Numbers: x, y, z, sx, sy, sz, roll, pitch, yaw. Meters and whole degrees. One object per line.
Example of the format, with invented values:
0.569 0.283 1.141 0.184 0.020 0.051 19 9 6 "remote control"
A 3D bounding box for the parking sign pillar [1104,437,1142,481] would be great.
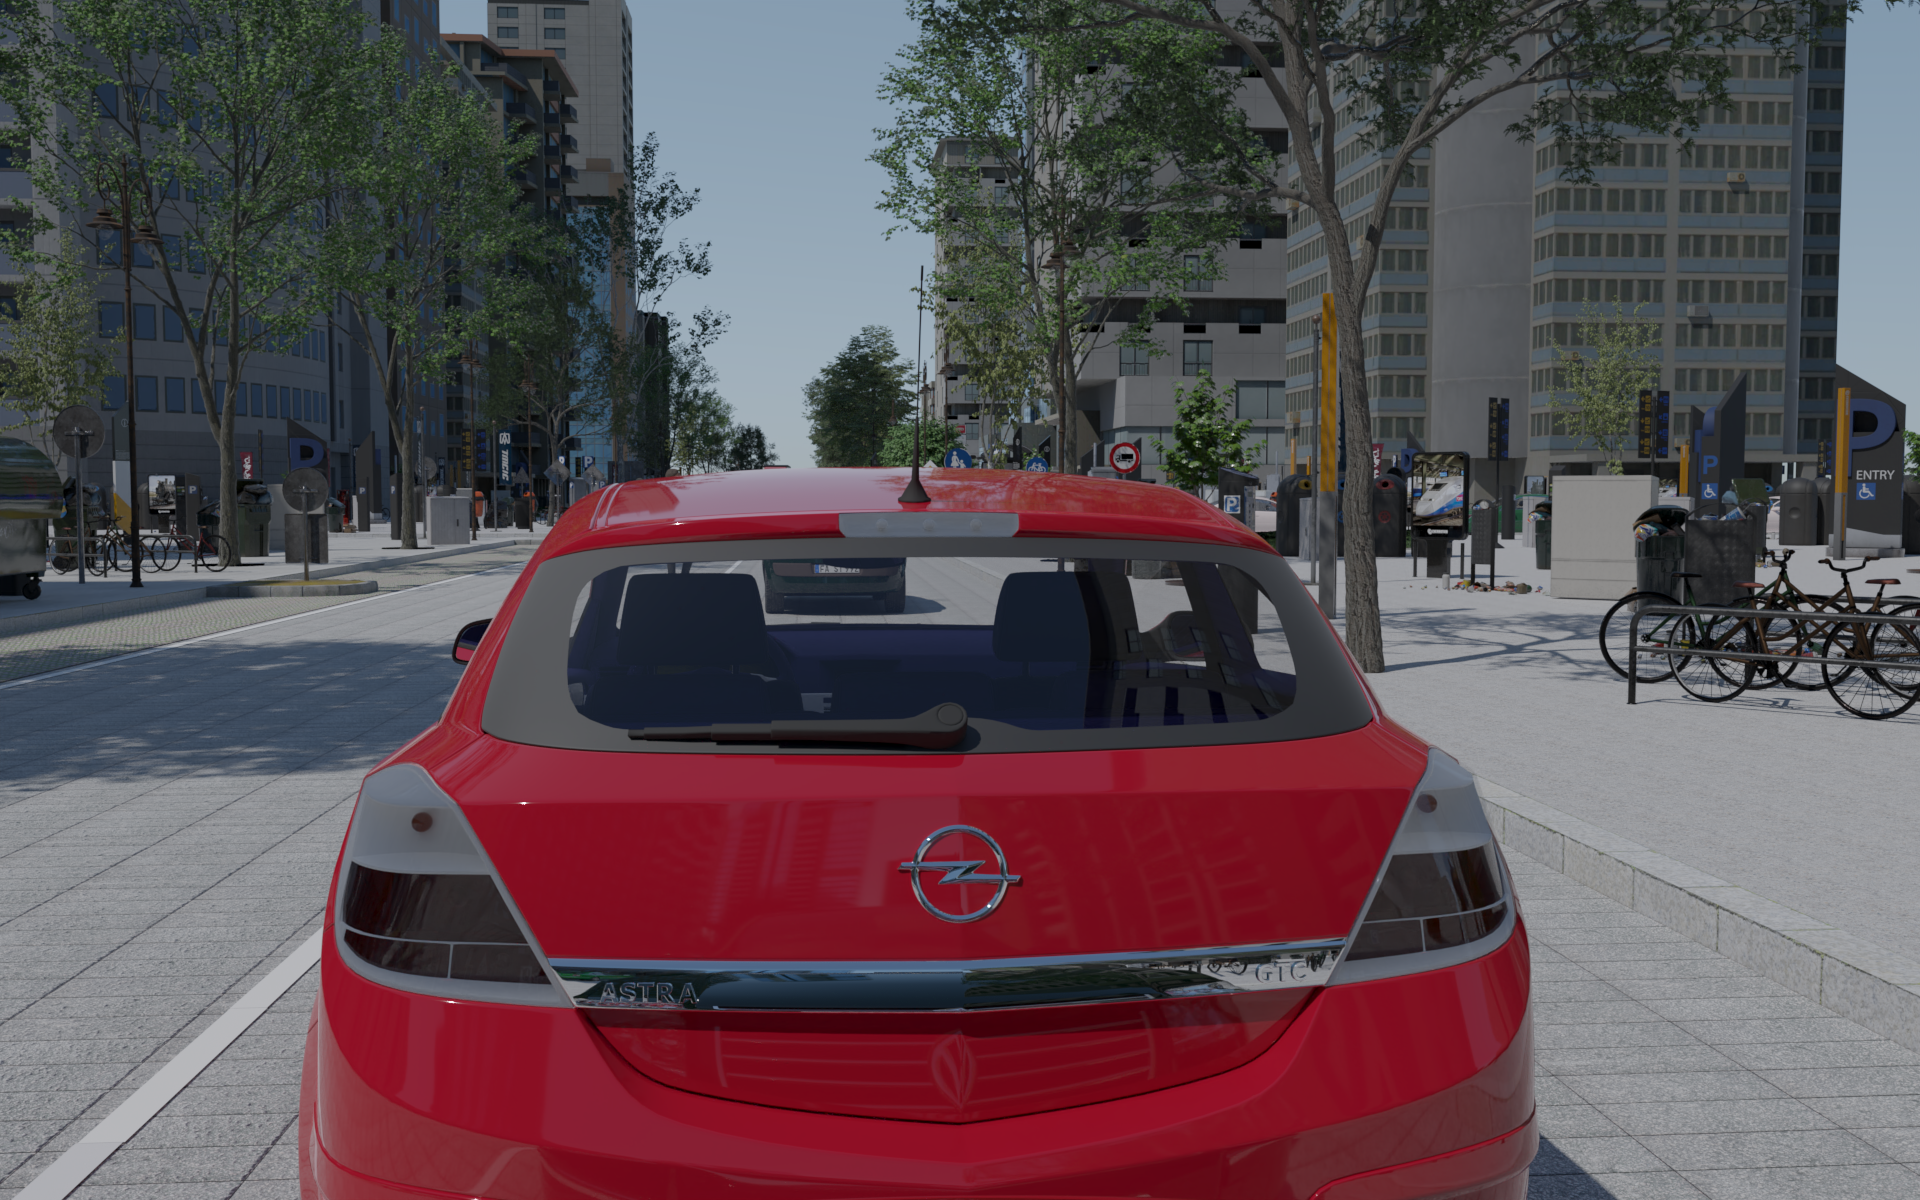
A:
7.932 -5.716 81.926 1.447 3.967 1.447 -2 4 -29 "parking sign pillar"

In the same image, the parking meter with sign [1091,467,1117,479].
4.038 -3.195 48.500 1.738 3.016 0.543 0 4 0 "parking meter with sign"

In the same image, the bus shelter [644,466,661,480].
-23.021 -8.171 127.516 2.014 3.302 5.546 0 4 -5 "bus shelter"

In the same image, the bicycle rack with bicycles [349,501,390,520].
-29.359 -4.297 83.644 2.925 0.926 2.852 2 4 35 "bicycle rack with bicycles"

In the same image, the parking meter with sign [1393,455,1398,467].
18.505 -4.937 76.975 1.738 3.016 0.543 0 4 0 "parking meter with sign"

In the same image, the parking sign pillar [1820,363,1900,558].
18.528 -2.867 35.351 1.447 3.967 1.447 2 4 33 "parking sign pillar"

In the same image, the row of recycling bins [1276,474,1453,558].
8.271 -1.738 35.528 3.534 1.692 1.069 1 4 12 "row of recycling bins"

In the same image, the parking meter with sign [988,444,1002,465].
0.699 -3.861 59.386 0.543 3.016 1.738 3 5 39 "parking meter with sign"

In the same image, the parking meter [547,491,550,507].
-30.454 -7.346 128.520 0.372 1.533 0.369 0 3 0 "parking meter"

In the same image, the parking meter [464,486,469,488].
-32.951 -6.731 115.757 0.255 1.863 0.399 2 4 34 "parking meter"

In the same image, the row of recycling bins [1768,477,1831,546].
22.079 -2.246 43.831 3.534 1.692 1.069 -2 4 -31 "row of recycling bins"

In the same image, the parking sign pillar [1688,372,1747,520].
16.768 -3.033 38.068 1.447 3.967 1.447 -3 5 -43 "parking sign pillar"

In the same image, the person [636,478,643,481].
-7.040 -1.774 37.859 0.623 1.781 0.721 -2 4 -28 "person"

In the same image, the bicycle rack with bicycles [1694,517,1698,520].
20.064 -2.254 50.238 2.852 0.926 2.925 -1 4 -19 "bicycle rack with bicycles"

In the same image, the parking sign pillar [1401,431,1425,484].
19.231 -5.206 73.598 1.447 3.967 1.447 -1 4 -14 "parking sign pillar"

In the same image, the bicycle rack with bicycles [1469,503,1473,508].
36.923 -6.931 126.697 2.852 0.926 2.925 -1 4 -17 "bicycle rack with bicycles"

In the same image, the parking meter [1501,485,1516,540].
15.404 -2.461 48.646 0.372 1.533 0.369 0 3 0 "parking meter"

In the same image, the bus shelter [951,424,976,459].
-0.506 -7.299 96.976 2.179 5.291 8.768 0 4 -5 "bus shelter"

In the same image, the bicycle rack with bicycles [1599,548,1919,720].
5.330 0.162 10.736 2.852 0.926 2.925 -3 5 -43 "bicycle rack with bicycles"

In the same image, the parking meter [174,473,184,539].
-22.067 -2.650 49.034 0.255 1.863 0.399 -2 4 -29 "parking meter"

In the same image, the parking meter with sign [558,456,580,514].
-17.613 -5.119 79.949 1.738 3.016 0.543 -3 5 -44 "parking meter with sign"

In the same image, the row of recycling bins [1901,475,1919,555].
20.593 -1.902 38.215 1.069 1.692 3.534 1 4 14 "row of recycling bins"

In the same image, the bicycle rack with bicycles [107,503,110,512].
-32.222 -3.234 66.261 2.925 0.926 2.852 -2 4 -29 "bicycle rack with bicycles"

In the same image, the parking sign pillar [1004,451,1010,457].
2.430 -7.218 106.480 1.447 3.967 1.447 0 4 -6 "parking sign pillar"

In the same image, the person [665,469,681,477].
-4.107 -1.023 25.402 0.473 1.802 0.592 2 4 28 "person"

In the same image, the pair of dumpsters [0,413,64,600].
-11.483 -1.002 18.880 1.574 2.255 4.437 0 4 -5 "pair of dumpsters"

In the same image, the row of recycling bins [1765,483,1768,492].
29.857 -3.449 63.503 3.534 1.692 1.069 0 4 -1 "row of recycling bins"

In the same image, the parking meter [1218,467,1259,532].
2.558 -0.460 15.924 0.372 1.533 0.369 0 3 0 "parking meter"

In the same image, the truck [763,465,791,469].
-17.828 -10.978 168.406 2.839 4.237 11.283 0 4 -4 "truck"

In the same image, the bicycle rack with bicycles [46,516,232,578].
-13.663 -0.884 27.833 2.925 0.926 2.852 2 4 23 "bicycle rack with bicycles"

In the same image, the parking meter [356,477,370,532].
-20.251 -3.245 58.770 0.399 1.863 0.255 0 4 -3 "parking meter"

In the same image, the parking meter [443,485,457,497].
-14.109 -2.418 47.941 0.372 1.533 0.369 0 3 0 "parking meter"

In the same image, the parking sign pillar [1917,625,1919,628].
9.847 -1.697 16.223 1.447 3.967 1.447 -3 5 -45 "parking sign pillar"

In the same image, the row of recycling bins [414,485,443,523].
-24.208 -4.375 78.637 3.534 1.692 1.069 3 5 42 "row of recycling bins"

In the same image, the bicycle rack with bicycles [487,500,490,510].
-26.441 -5.075 96.365 2.852 0.926 2.925 -1 4 -22 "bicycle rack with bicycles"

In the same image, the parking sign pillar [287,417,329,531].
-22.699 -4.394 60.320 1.447 3.967 1.447 -2 4 -25 "parking sign pillar"

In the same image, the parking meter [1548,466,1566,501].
12.170 -1.812 35.339 0.255 1.863 0.399 2 4 33 "parking meter"

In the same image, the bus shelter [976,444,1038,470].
1.919 -4.798 72.364 2.014 3.302 5.546 0 4 -5 "bus shelter"

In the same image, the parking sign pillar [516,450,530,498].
-26.725 -7.194 106.086 1.447 3.967 1.447 -3 4 -38 "parking sign pillar"

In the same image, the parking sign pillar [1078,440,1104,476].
6.510 -5.965 86.005 1.447 3.967 1.447 -2 4 -24 "parking sign pillar"

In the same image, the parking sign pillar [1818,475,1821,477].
60.254 -8.168 122.013 1.447 3.967 1.447 2 4 30 "parking sign pillar"

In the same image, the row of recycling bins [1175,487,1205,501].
9.262 -3.828 69.695 1.069 1.692 3.534 0 4 -2 "row of recycling bins"

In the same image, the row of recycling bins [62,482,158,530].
-30.469 -3.350 61.892 3.534 1.692 1.069 -1 4 -20 "row of recycling bins"

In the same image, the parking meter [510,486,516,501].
-30.890 -6.982 119.872 0.399 1.863 0.255 2 4 33 "parking meter"

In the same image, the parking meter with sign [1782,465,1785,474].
50.738 -6.679 105.458 1.738 3.016 0.543 -1 4 -9 "parking meter with sign"

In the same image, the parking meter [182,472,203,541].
-20.737 -2.520 46.917 0.399 1.863 0.255 -1 4 -14 "parking meter"

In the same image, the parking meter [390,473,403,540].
-15.706 -2.607 48.341 0.399 1.863 0.255 3 5 43 "parking meter"

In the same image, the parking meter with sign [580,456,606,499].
-16.388 -5.024 78.410 0.543 3.016 1.738 -3 5 -44 "parking meter with sign"

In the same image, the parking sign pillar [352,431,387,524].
-25.450 -5.264 74.532 1.447 3.967 1.447 3 4 39 "parking sign pillar"

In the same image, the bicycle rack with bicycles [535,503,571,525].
-16.718 -3.698 73.849 2.925 0.926 2.852 -1 4 -18 "bicycle rack with bicycles"

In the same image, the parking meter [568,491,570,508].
-21.236 -5.282 94.768 0.372 1.533 0.369 0 3 0 "parking meter"

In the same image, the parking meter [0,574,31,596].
-11.986 -0.988 21.862 0.399 1.863 0.255 1 4 22 "parking meter"

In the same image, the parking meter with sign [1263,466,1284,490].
19.078 -6.774 107.016 1.738 3.016 0.543 1 4 15 "parking meter with sign"
